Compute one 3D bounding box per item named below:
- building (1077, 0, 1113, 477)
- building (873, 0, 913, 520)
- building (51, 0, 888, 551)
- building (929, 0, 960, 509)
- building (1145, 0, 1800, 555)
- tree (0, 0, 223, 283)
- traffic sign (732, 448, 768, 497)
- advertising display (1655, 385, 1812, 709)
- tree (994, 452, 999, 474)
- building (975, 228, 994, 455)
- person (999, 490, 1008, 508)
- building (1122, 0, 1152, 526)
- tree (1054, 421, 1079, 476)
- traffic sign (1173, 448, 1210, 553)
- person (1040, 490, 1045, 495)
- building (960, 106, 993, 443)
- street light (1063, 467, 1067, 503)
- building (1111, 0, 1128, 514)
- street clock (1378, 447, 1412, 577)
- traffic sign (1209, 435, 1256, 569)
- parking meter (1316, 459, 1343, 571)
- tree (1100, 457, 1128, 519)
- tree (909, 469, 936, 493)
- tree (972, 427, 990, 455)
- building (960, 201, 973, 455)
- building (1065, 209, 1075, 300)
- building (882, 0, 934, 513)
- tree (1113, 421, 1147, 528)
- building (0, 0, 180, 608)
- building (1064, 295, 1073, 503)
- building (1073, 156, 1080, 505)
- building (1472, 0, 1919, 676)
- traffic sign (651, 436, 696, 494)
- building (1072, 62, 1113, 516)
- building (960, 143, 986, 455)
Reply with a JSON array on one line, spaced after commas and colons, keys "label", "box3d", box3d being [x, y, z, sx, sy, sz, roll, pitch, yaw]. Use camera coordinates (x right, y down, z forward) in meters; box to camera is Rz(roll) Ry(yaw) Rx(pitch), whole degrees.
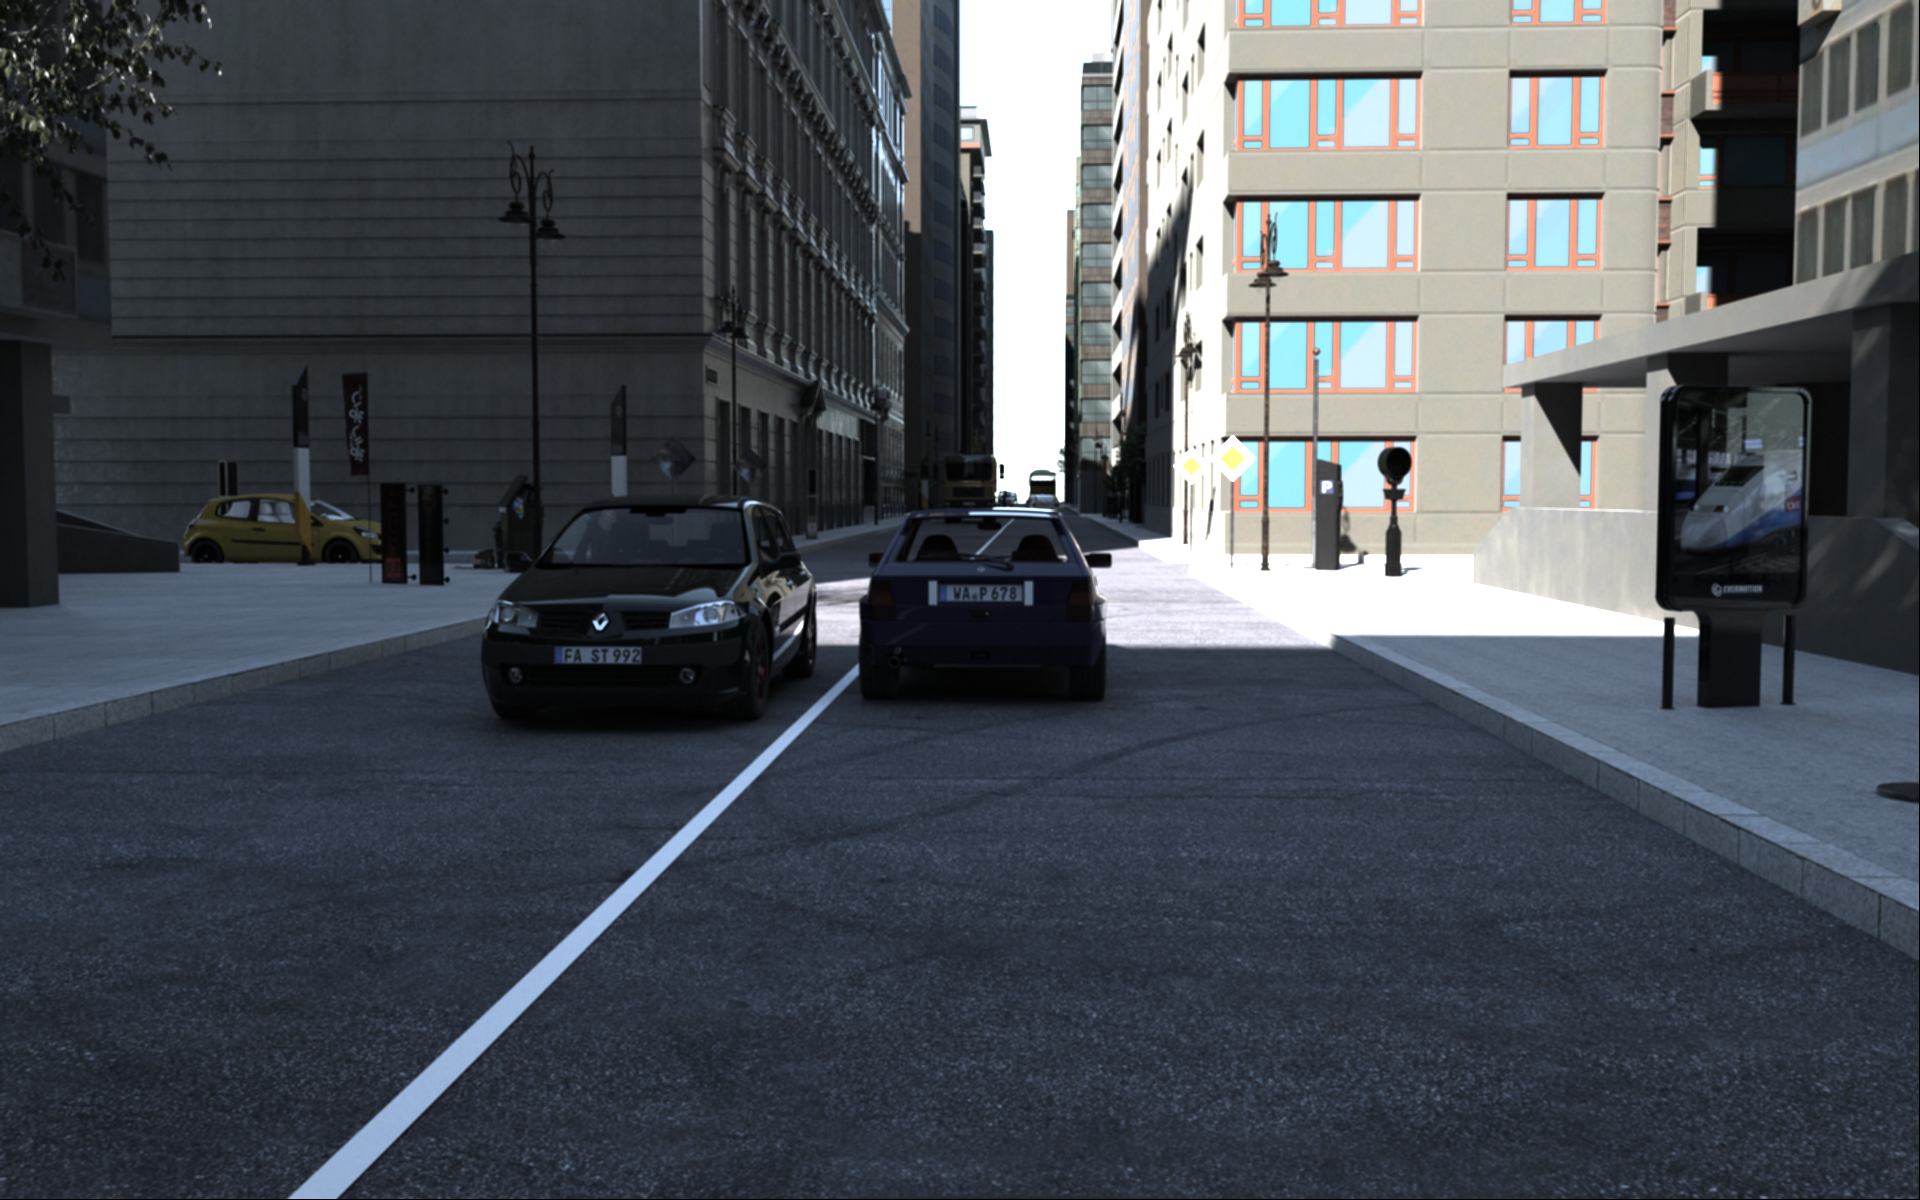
[{"label": "building", "box3d": [23.873, -33.804, 172.299, 23.786, 49.044, 30.456, 0, 4, 3]}, {"label": "building", "box3d": [-9.871, -18.712, 91.852, 13.634, 28.700, 20.117, 0, 4, 3]}, {"label": "building", "box3d": [-12.633, -17.335, 59.845, 17.030, 29.872, 44.131, 0, 4, 3]}, {"label": "building", "box3d": [-11.072, -36.690, 141.883, 21.231, 58.520, 28.212, 0, 4, 3]}, {"label": "building", "box3d": [20.635, -12.473, 48.978, 28.899, 21.520, 27.650, 0, 4, 3]}, {"label": "tree", "box3d": [-6.835, -3.741, 11.521, 4.360, 8.622, 3.978, 0, 3, 0]}, {"label": "traffic sign", "box3d": [-4.612, -2.106, 38.077, 0.795, 2.450, 0.064, 0, 4, 3]}, {"label": "advertising display", "box3d": [4.645, -0.318, 10.411, 0.974, 1.923, 0.123, -1, 4, -15]}, {"label": "tree", "box3d": [4.308, -19.724, 272.845, 4.360, 8.622, 3.978, 0, 3, 0]}, {"label": "building", "box3d": [-2.041, -35.294, 260.658, 14.154, 41.232, 14.086, 0, 4, 3]}, {"label": "person", "box3d": [3.284, -7.418, 130.503, 0.721, 1.743, 1.217, -2, 4, -32]}, {"label": "building", "box3d": [14.346, -25.997, 75.154, 14.600, 45.320, 14.200, 0, 4, 3]}, {"label": "tree", "box3d": [13.970, -16.091, 197.502, 7.601, 10.594, 8.767, 3, 5, 41]}, {"label": "traffic sign", "box3d": [5.021, -2.078, 37.618, 0.795, 2.450, 0.064, 0, 4, 3]}, {"label": "person", "box3d": [6.330, -7.521, 132.413, 0.756, 1.711, 0.436, 2, 4, 30]}, {"label": "building", "box3d": [-10.188, -39.785, 239.728, 28.713, 52.752, 27.495, 0, 4, 3]}, {"label": "street light", "box3d": [16.170, -18.289, 271.815, 0.468, 5.910, 1.993, 0, 4, 3]}, {"label": "building", "box3d": [19.998, -29.173, 100.678, 21.300, 48.544, 21.600, 0, 4, 3]}, {"label": "street clock", "box3d": [6.723, -1.362, 26.831, 0.471, 2.002, 0.358, -1, 4, -20]}, {"label": "traffic sign", "box3d": [4.657, -1.590, 29.642, 0.795, 2.450, 0.064, 0, 4, 3]}, {"label": "parking meter", "box3d": [6.195, -1.427, 29.041, 0.399, 1.863, 0.255, 2, 4, 29]}, {"label": "tree", "box3d": [7.937, -5.763, 88.826, 1.663, 3.219, 1.824, 0, 3, 0]}, {"label": "tree", "box3d": [-2.188, -7.153, 111.546, 1.663, 3.219, 1.824, 0, 3, 0]}, {"label": "tree", "box3d": [1.333, -14.715, 190.955, 4.737, 8.622, 4.395, 0, 3, 0]}, {"label": "building", "box3d": [-5.982, -24.852, 178.023, 14.160, 30.474, 14.107, 0, 4, 3]}, {"label": "building", "box3d": [22.979, -37.545, 263.977, 14.600, 45.320, 14.200, 0, 4, 3]}, {"label": "building", "box3d": [-9.137, -28.795, 120.915, 14.600, 45.320, 14.200, 0, 4, 3]}, {"label": "tree", "box3d": [7.581, -5.076, 66.711, 4.285, 4.588, 4.351, 0, 3, 0]}, {"label": "building", "box3d": [-21.936, -19.684, 13.707, 23.993, 40.220, 32.217, 0, 4, 3]}, {"label": "building", "box3d": [22.106, -29.273, 250.311, 14.160, 30.474, 14.107, 0, 4, 3]}, {"label": "building", "box3d": [20.946, -32.305, 211.773, 14.154, 41.232, 14.086, 0, 4, 3]}, {"label": "building", "box3d": [23.124, -19.822, 15.964, 32.217, 40.220, 23.993, 0, 4, 3]}, {"label": "traffic sign", "box3d": [-4.976, -1.618, 30.100, 0.795, 2.450, 0.064, 0, 4, 3]}, {"label": "building", "box3d": [15.195, -21.264, 119.368, 14.160, 30.474, 14.107, 0, 4, 3]}, {"label": "building", "box3d": [-8.134, -34.073, 211.711, 22.147, 44.769, 28.867, 0, 4, 3]}]
